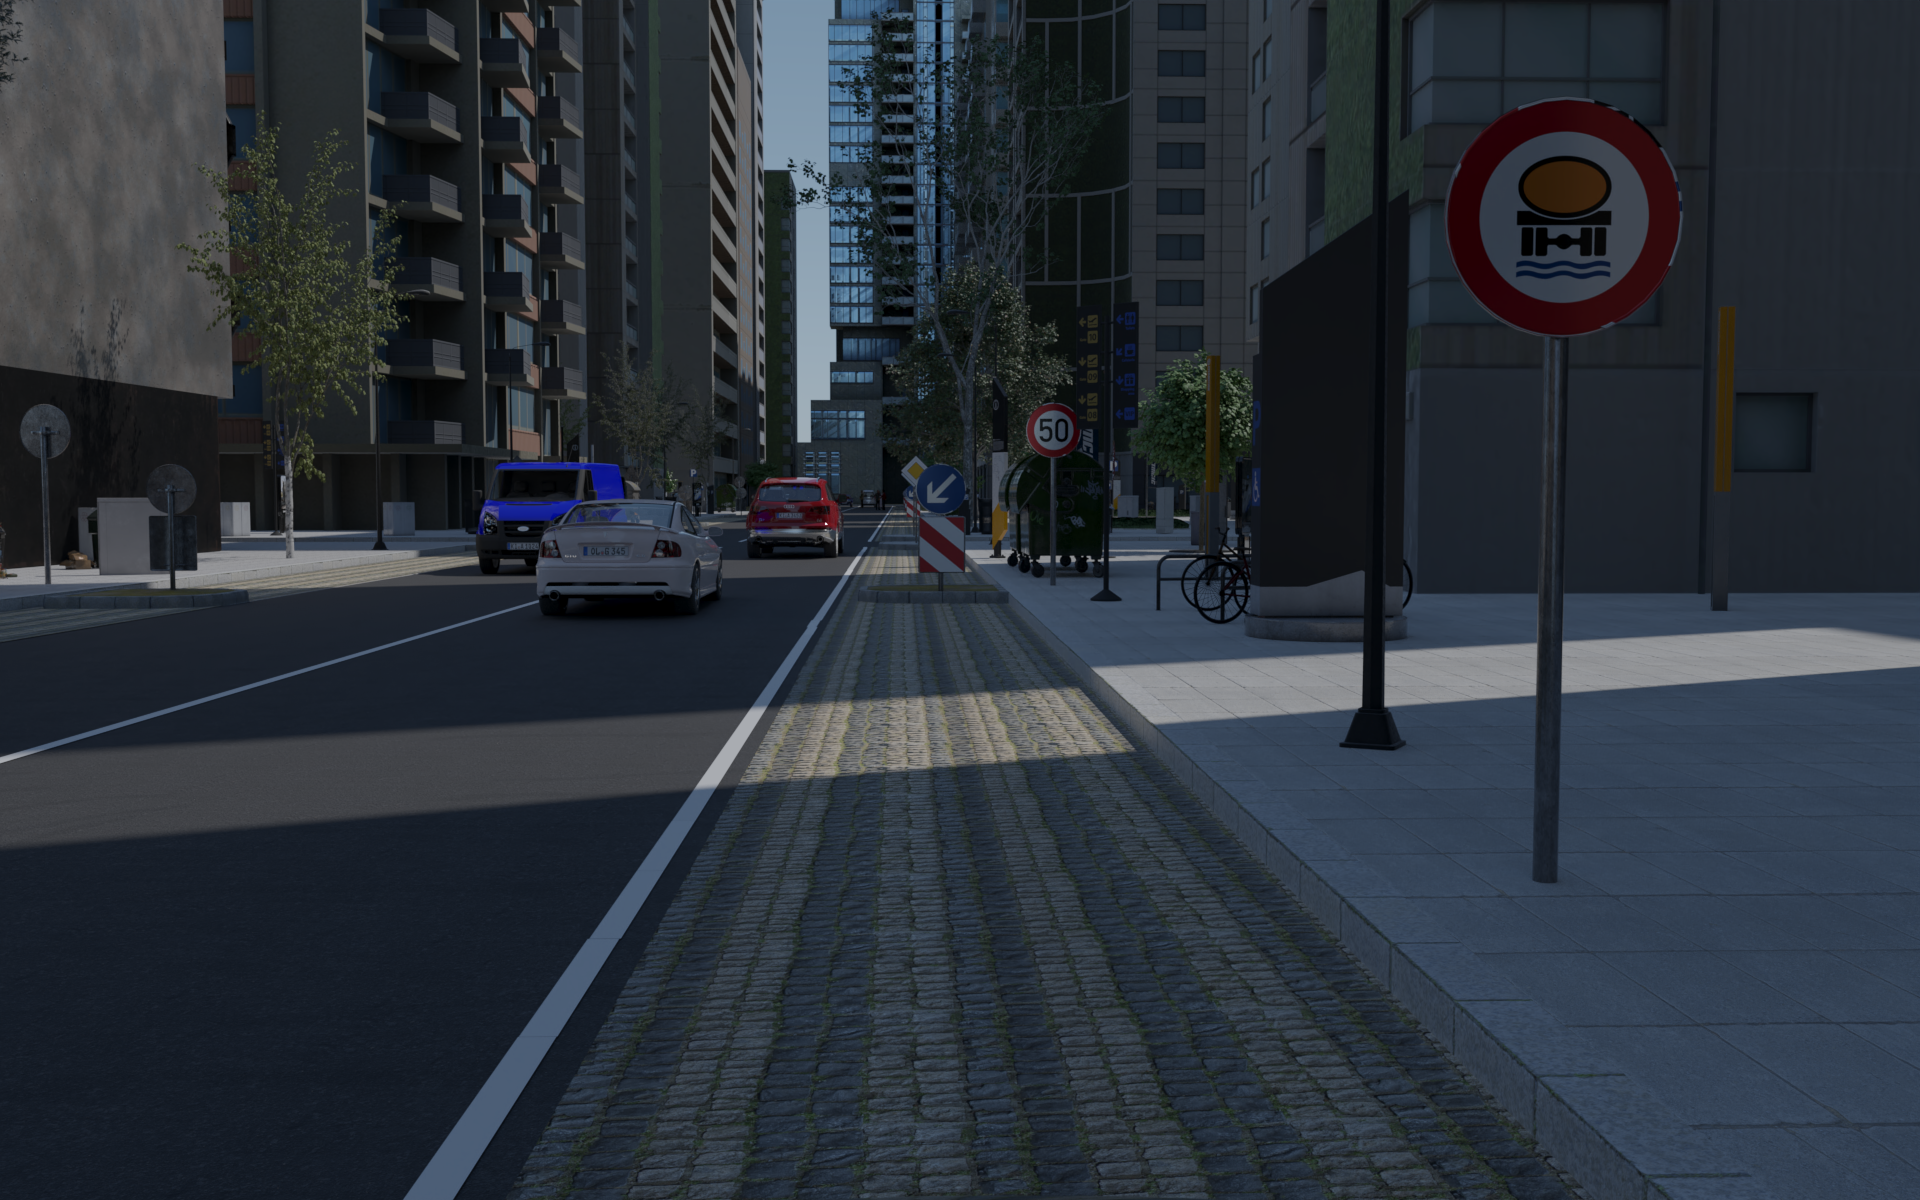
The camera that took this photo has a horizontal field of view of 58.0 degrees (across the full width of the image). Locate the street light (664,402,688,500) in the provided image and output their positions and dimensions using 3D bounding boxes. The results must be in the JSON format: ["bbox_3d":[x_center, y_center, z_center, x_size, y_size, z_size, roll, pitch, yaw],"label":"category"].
[{"bbox_3d":[-14.453,-7.055,87.886,1.470,5.913,1.316,0,4,-2],"label":"street light"}]

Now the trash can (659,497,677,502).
[{"bbox_3d":[-15.166,-4.838,90.752,0.748,1.137,0.748,0,3,0],"label":"trash can"}]

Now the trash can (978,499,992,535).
[{"bbox_3d":[0.901,-2.647,54.932,0.748,1.137,0.748,0,3,0],"label":"trash can"}]

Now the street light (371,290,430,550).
[{"bbox_3d":[-12.749,-4.096,39.516,1.470,5.913,1.316,0,4,-2],"label":"street light"}]

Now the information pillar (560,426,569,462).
[{"bbox_3d":[-13.814,-4.208,60.150,0.183,3.616,0.504,-1,4,-17],"label":"information pillar"}]

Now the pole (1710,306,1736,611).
[{"bbox_3d":[8.355,-1.537,18.967,0.158,3.312,0.155,0,3,0],"label":"pole"}]

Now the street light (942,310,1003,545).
[{"bbox_3d":[0.365,-4.359,43.819,1.470,5.913,1.316,0,4,-2],"label":"street light"}]

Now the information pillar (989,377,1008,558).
[{"bbox_3d":[0.792,-2.641,34.541,0.183,3.616,0.504,-2,4,-29],"label":"information pillar"}]

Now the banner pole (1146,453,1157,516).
[{"bbox_3d":[9.330,-5.795,84.761,0.863,3.779,0.401,3,5,42],"label":"banner pole"}]

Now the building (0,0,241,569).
[{"bbox_3d":[-24.705,-10.111,32.771,16.811,18.784,16.820,0,4,-2],"label":"building"}]

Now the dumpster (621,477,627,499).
[{"bbox_3d":[-11.723,-3.089,55.457,1.985,2.255,1.502,0,4,-1],"label":"dumpster"}]

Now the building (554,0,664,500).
[{"bbox_3d":[-25.640,-25.626,102.583,14.154,41.232,14.086,0,4,-2],"label":"building"}]

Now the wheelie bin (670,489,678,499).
[{"bbox_3d":[-19.124,-6.662,116.834,0.980,1.594,0.693,3,5,42],"label":"wheelie bin"}]

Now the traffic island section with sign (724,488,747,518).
[{"bbox_3d":[-13.229,-5.893,104.982,1.989,1.847,2.006,0,4,-2],"label":"traffic island section with sign"}]

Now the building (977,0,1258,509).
[{"bbox_3d":[11.739,-41.245,112.611,20.563,71.187,20.611,0,4,-2],"label":"building"}]

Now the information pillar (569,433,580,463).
[{"bbox_3d":[-14.859,-4.605,66.646,0.504,3.616,0.183,0,4,-6],"label":"information pillar"}]

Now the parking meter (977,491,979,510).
[{"bbox_3d":[0.931,-5.692,101.475,0.372,1.533,0.369,0,3,0],"label":"parking meter"}]

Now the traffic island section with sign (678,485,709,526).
[{"bbox_3d":[-12.299,-4.219,77.609,1.989,1.847,2.006,0,4,-2],"label":"traffic island section with sign"}]

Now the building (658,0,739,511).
[{"bbox_3d":[-29.366,-31.432,137.613,21.300,48.544,21.600,0,4,-2],"label":"building"}]

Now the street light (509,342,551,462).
[{"bbox_3d":[-13.192,-4.922,53.009,1.470,5.913,1.316,0,4,-2],"label":"street light"}]

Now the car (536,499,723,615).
[{"bbox_3d":[-4.095,-0.584,21.903,2.083,1.381,4.827,0,4,-2],"label":"car"}]

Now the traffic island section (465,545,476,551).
[{"bbox_3d":[-11.510,-1.391,45.029,2.009,0.180,2.903,0,4,-2],"label":"traffic island section"}]

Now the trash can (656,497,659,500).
[{"bbox_3d":[-17.478,-5.486,101.349,0.748,1.137,0.748,0,3,0],"label":"trash can"}]

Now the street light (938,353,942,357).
[{"bbox_3d":[-0.033,-5.176,57.171,1.470,5.913,1.316,0,4,-2],"label":"street light"}]

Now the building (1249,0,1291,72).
[{"bbox_3d":[27.207,-29.387,69.721,27.495,52.752,28.713,0,4,-2],"label":"building"}]

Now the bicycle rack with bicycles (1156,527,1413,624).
[{"bbox_3d":[3.448,-0.304,18.354,2.925,0.926,2.852,-1,4,-14],"label":"bicycle rack with bicycles"}]

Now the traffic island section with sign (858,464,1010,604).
[{"bbox_3d":[-0.379,-0.907,23.454,1.989,1.847,2.006,0,4,-2],"label":"traffic island section with sign"}]

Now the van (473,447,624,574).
[{"bbox_3d":[-7.699,-1.744,32.892,2.240,2.365,5.245,0,4,-1],"label":"van"}]

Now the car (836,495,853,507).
[{"bbox_3d":[-12.941,-11.135,194.635,1.945,1.354,3.894,0,4,-2],"label":"car"}]

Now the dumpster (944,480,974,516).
[{"bbox_3d":[-0.158,-4.617,77.976,1.502,2.255,1.985,0,4,-2],"label":"dumpster"}]

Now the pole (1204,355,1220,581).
[{"bbox_3d":[3.731,-1.942,25.593,0.158,3.312,0.155,0,3,0],"label":"pole"}]

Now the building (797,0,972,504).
[{"bbox_3d":[-5.045,-55.733,223.913,31.000,86.520,22.319,0,4,-2],"label":"building"}]

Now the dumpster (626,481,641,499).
[{"bbox_3d":[-14.565,-4.229,74.906,1.264,1.857,1.865,0,4,-2],"label":"dumpster"}]

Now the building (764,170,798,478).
[{"bbox_3d":[-28.031,-32.855,220.780,14.086,41.232,14.154,0,4,-2],"label":"building"}]

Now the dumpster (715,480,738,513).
[{"bbox_3d":[-16.176,-7.181,119.904,1.502,2.255,1.985,0,4,-2],"label":"dumpster"}]

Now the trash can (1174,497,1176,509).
[{"bbox_3d":[12.408,-5.528,102.034,0.748,1.137,0.748,0,3,0],"label":"trash can"}]

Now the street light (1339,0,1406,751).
[{"bbox_3d":[1.563,-2.208,8.640,1.470,5.913,1.316,0,4,-2],"label":"street light"}]

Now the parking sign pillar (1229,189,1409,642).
[{"bbox_3d":[3.306,-1.657,15.564,1.447,3.967,1.447,0,4,-2],"label":"parking sign pillar"}]

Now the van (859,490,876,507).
[{"bbox_3d":[-9.818,-10.967,186.319,2.013,2.044,4.112,0,4,-2],"label":"van"}]

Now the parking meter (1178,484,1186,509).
[{"bbox_3d":[12.665,-5.697,98.862,0.399,1.863,0.255,1,4,19],"label":"parking meter"}]

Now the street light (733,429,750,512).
[{"bbox_3d":[-15.604,-9.221,123.309,1.470,5.913,1.316,0,4,-2],"label":"street light"}]

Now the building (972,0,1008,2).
[{"bbox_3d":[11.846,-32.774,155.463,23.786,49.044,30.456,0,4,-2],"label":"building"}]

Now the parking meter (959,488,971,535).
[{"bbox_3d":[0.144,-2.788,53.998,0.372,1.533,0.369,0,3,0],"label":"parking meter"}]

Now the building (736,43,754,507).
[{"bbox_3d":[-28.029,-31.849,170.845,14.600,45.320,14.200,0,4,-2],"label":"building"}]

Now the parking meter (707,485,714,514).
[{"bbox_3d":[-15.921,-6.414,110.581,0.255,1.863,0.399,3,5,39],"label":"parking meter"}]

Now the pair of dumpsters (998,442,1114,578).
[{"bbox_3d":[1.534,-1.589,28.467,1.574,2.255,4.437,0,4,-2],"label":"pair of dumpsters"}]

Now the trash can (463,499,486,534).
[{"bbox_3d":[-15.468,-2.665,55.231,0.748,1.137,0.748,0,3,0],"label":"trash can"}]

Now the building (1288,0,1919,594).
[{"bbox_3d":[12.646,-21.068,28.051,14.154,41.232,14.086,0,4,-2],"label":"building"}]

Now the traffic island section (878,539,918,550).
[{"bbox_3d":[-1.124,-1.413,45.376,2.009,0.180,2.903,0,4,-2],"label":"traffic island section"}]

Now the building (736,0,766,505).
[{"bbox_3d":[-35.785,-39.578,189.094,28.212,58.520,21.231,0,4,-2],"label":"building"}]

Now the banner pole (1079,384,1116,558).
[{"bbox_3d":[2.706,-2.728,34.612,0.863,3.779,0.401,-1,4,-13],"label":"banner pole"}]

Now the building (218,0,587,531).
[{"bbox_3d":[-28.280,-25.545,72.282,22.147,44.769,28.867,0,4,-2],"label":"building"}]

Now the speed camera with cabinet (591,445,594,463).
[{"bbox_3d":[-14.414,-4.564,68.955,0.660,3.252,2.038,-1,4,-14],"label":"speed camera with cabinet"}]

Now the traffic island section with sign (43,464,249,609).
[{"bbox_3d":[-10.412,-0.845,22.438,1.989,1.847,2.006,0,4,-2],"label":"traffic island section with sign"}]

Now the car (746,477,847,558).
[{"bbox_3d":[-3.795,-1.940,40.400,2.281,1.827,5.304,0,4,-1],"label":"car"}]

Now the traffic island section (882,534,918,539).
[{"bbox_3d":[-1.396,-1.901,53.356,2.009,0.180,2.903,0,4,-2],"label":"traffic island section"}]
